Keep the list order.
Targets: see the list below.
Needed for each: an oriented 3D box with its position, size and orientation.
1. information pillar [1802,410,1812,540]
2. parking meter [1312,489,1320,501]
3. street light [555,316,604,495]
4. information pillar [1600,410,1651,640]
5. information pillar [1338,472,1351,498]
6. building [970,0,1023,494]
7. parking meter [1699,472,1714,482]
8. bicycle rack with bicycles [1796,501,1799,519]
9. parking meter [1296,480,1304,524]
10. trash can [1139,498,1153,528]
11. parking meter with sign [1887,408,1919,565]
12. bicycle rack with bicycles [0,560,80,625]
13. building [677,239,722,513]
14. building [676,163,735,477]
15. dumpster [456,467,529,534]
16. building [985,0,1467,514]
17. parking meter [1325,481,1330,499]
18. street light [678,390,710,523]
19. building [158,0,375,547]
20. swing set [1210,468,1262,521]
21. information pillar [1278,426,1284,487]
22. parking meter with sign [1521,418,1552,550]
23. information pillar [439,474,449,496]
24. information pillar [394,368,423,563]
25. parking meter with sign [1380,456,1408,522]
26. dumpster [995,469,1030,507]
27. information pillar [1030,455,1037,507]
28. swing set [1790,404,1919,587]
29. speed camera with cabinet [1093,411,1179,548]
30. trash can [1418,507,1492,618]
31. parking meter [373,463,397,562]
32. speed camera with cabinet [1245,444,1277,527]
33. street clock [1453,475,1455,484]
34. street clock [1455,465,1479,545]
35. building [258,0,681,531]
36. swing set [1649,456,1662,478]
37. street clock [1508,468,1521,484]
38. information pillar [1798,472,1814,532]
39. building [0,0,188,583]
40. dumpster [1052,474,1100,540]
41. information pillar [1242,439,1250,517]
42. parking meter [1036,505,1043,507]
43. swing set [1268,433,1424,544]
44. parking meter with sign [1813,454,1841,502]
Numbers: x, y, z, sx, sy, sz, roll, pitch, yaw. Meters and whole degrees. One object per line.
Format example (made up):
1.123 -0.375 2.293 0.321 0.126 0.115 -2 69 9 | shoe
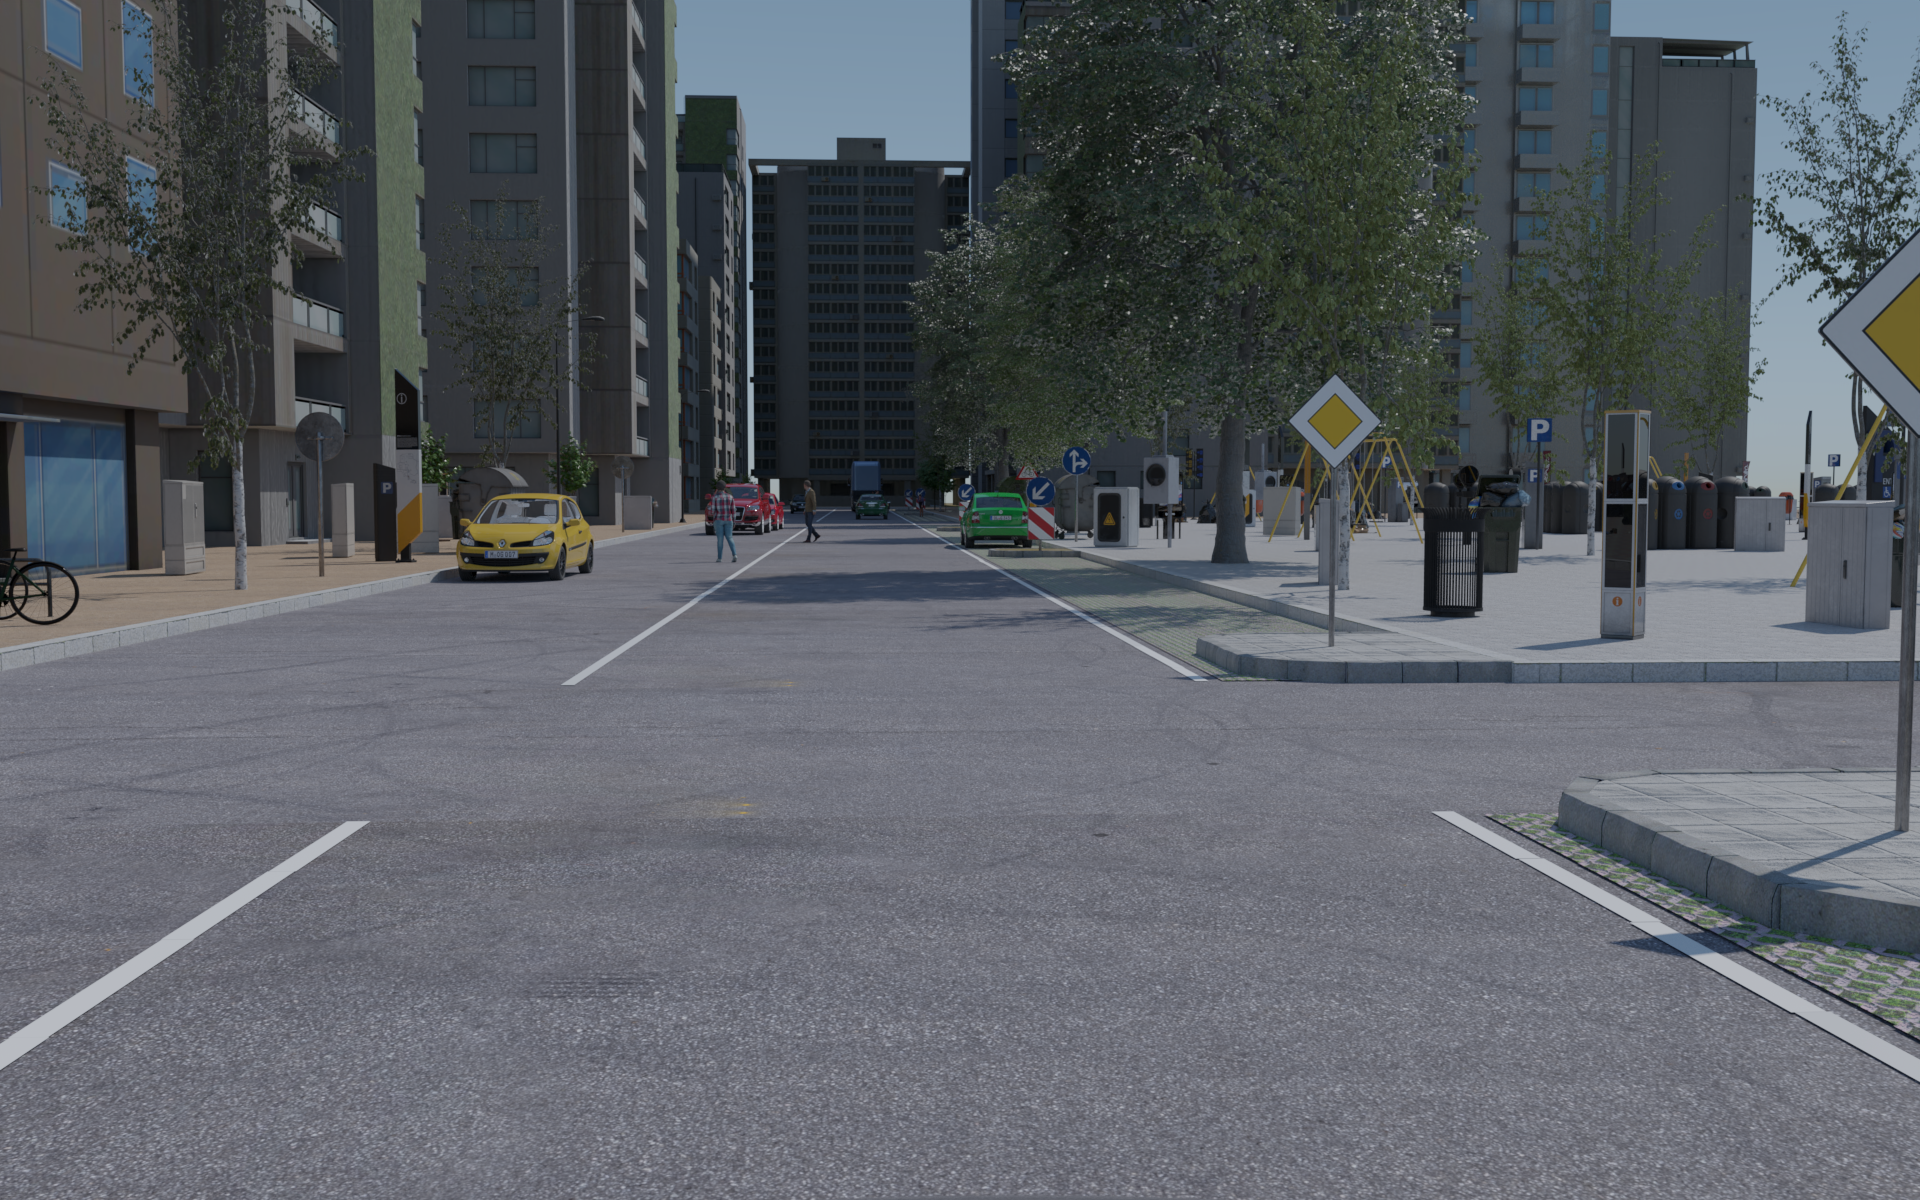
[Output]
23.682 -3.488 48.388 0.183 3.616 0.504 2 4 34 | information pillar
17.881 -4.811 87.065 0.372 1.533 0.369 0 3 0 | parking meter
-9.992 -4.455 45.386 1.470 5.913 1.316 0 4 -3 | street light
5.890 -0.663 15.339 0.304 2.012 0.304 3 5 40 | information pillar
12.864 -3.277 58.064 0.304 2.012 0.304 -3 5 -42 | information pillar
11.368 -37.082 148.281 21.231 58.520 28.212 0 4 -3 | building
19.688 -2.445 45.694 0.399 1.863 0.255 2 4 29 | parking meter
43.889 -4.594 88.488 2.925 0.926 2.852 -1 4 -16 | bicycle rack with bicycles
14.478 -4.148 73.524 0.399 1.863 0.255 -1 4 -14 | parking meter
7.049 -3.320 65.930 0.748 1.137 0.748 0 3 0 | trash can
17.176 -2.139 31.241 0.543 3.016 1.738 3 5 40 | parking meter with sign
-10.130 -0.221 16.993 2.925 0.926 2.852 0 4 -4 | bicycle rack with bicycles
-33.150 -17.497 131.116 27.650 21.520 28.899 0 4 -3 | building
-27.239 -23.362 153.675 14.107 30.474 14.160 0 4 -3 | building
-10.224 -1.964 37.872 1.264 1.857 1.865 0 4 -3 | dumpster
18.243 -26.377 123.142 32.217 40.220 23.993 0 4 -3 | building
16.869 -4.484 79.025 0.399 1.863 0.255 -2 4 -33 | parking meter
-11.839 -6.399 77.158 1.470 5.913 1.316 0 4 -3 | street light
-22.576 -22.029 43.770 14.154 41.232 14.086 0 4 -3 | building
12.827 -5.043 80.072 2.862 2.851 3.119 0 4 -2 | swing set
10.932 -4.143 59.099 0.183 3.616 0.504 0 4 -2 | information pillar
13.467 -2.713 40.625 0.543 3.016 1.738 1 4 12 | parking meter with sign
-18.496 -3.525 62.120 0.304 2.012 0.304 0 4 -4 | information pillar
-10.313 -2.508 32.366 0.504 3.616 0.183 1 4 13 | information pillar
19.858 -5.061 79.000 0.543 3.016 1.738 -1 4 -19 | parking meter with sign
2.156 -3.967 67.348 1.502 2.255 1.985 0 4 -3 | dumpster
2.739 -4.503 64.973 0.183 3.616 0.504 -1 4 -19 | information pillar
12.770 -1.506 22.238 2.862 2.851 3.119 0 4 5 | swing set
4.225 -2.895 41.676 2.038 3.252 0.660 2 4 34 | speed camera with cabinet
5.181 -0.399 18.180 0.748 1.137 0.748 0 3 0 | trash can
-10.927 -1.667 32.966 0.399 1.863 0.255 -3 4 -36 | parking meter
11.391 -4.471 67.429 2.038 3.252 0.660 -2 4 -32 | speed camera with cabinet
16.851 -3.290 58.357 0.471 2.002 0.358 0 4 4 | street clock
12.829 -2.395 43.728 0.471 2.002 0.358 0 4 8 | street clock
-19.602 -23.780 72.396 14.154 41.232 14.086 0 4 -3 | building
28.181 -4.488 71.001 2.862 2.851 3.119 2 4 25 | swing set
15.216 -2.631 47.592 0.358 2.002 0.471 0 4 -1 | street clock
28.361 -3.276 58.059 0.304 2.012 0.304 0 4 -7 | information pillar
-20.002 -22.724 21.656 14.600 45.320 14.200 0 4 -3 | building
3.332 -2.670 49.405 1.264 1.857 1.865 0 4 -3 | dumpster
10.210 -4.357 62.598 0.504 3.616 0.183 -1 4 -12 | information pillar
3.396 -4.046 74.570 0.372 1.533 0.369 0 3 0 | parking meter
10.139 -2.912 45.238 2.862 2.851 3.119 -2 4 -25 | swing set
37.433 -4.833 75.274 1.738 3.016 0.543 -2 4 -28 | parking meter with sign
